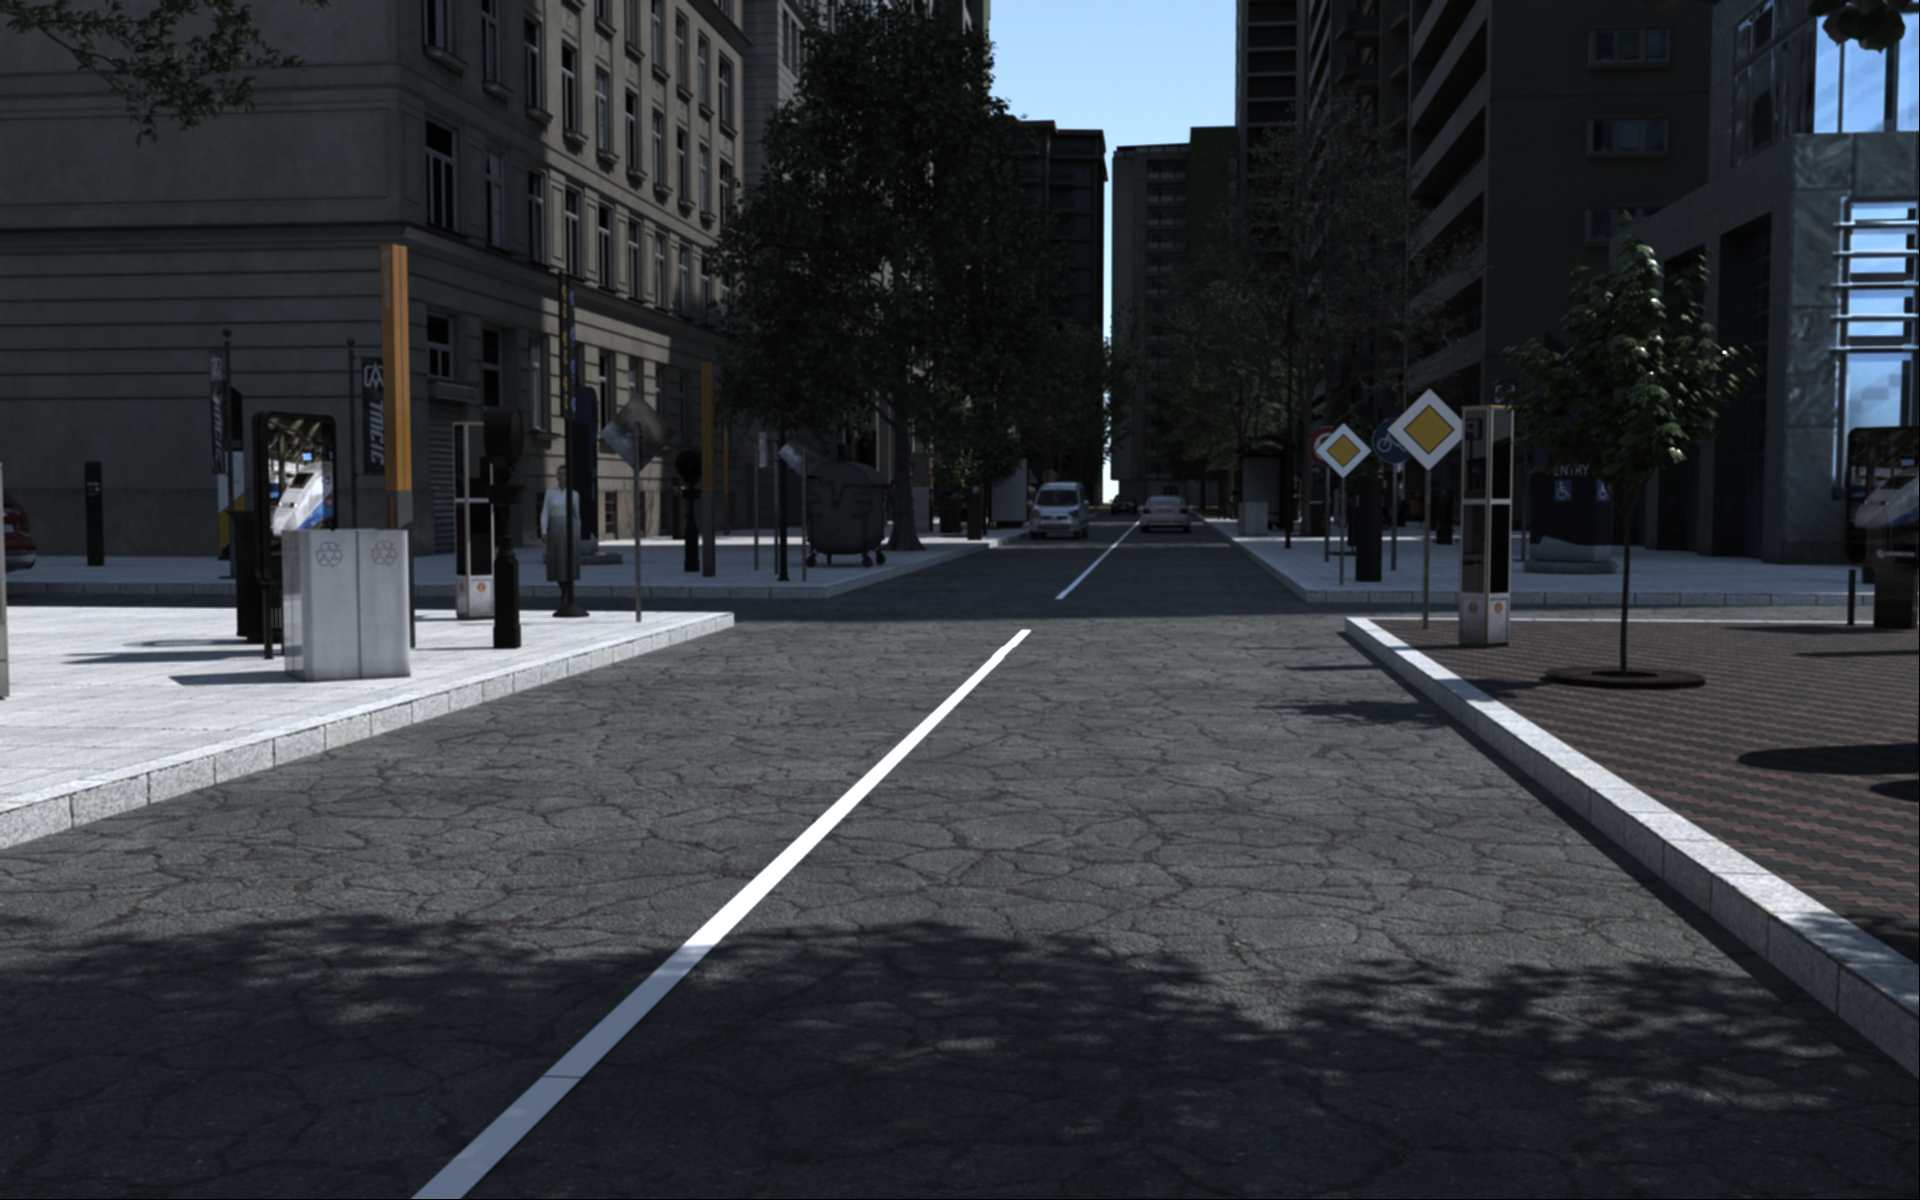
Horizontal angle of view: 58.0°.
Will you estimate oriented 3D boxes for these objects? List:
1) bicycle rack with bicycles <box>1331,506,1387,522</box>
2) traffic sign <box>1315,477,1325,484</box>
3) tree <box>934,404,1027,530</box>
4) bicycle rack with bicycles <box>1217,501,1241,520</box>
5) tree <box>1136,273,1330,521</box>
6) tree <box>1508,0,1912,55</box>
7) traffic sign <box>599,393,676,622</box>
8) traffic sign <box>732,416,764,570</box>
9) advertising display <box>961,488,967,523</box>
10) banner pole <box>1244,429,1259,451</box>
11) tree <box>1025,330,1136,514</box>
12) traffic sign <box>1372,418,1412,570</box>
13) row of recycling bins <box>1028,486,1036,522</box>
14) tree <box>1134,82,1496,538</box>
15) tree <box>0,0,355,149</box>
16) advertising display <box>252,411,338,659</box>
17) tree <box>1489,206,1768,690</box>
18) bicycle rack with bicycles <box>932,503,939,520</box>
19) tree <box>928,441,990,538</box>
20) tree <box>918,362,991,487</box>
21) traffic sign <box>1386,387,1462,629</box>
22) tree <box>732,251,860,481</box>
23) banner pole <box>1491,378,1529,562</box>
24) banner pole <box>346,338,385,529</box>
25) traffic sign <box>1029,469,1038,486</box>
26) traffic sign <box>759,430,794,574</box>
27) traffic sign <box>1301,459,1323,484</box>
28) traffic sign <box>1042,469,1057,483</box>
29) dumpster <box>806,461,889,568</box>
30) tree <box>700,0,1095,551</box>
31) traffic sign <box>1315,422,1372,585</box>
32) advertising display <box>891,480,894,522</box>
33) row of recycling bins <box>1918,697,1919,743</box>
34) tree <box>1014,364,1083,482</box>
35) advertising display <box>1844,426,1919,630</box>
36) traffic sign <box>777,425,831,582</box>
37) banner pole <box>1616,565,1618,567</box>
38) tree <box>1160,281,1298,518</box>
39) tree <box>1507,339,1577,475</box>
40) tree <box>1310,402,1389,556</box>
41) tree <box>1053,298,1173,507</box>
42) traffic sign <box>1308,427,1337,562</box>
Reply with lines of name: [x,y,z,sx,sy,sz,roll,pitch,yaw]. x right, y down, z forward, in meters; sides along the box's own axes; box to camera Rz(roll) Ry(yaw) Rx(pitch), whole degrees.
bicycle rack with bicycles: [18.271,-3.977,78.411,2.925,0.926,2.852,1,4,18]
traffic sign: [12.773,-3.801,62.146,0.884,2.594,0.081,1,4,12]
tree: [0.765,-4.867,63.292,4.285,4.588,4.351,0,3,0]
bicycle rack with bicycles: [14.100,-4.438,85.936,2.852,0.926,2.925,0,4,-1]
tree: [13.686,-9.555,81.980,9.928,11.665,9.643,0,3,0]
tree: [3.825,-5.863,2.512,9.857,13.997,8.962,0,3,0]
traffic sign: [-3.221,-0.836,17.311,0.795,2.450,0.064,0,4,7]
traffic sign: [-3.419,-1.776,29.040,0.884,2.594,0.081,1,4,15]
advertising display: [0.200,-4.430,77.645,0.974,1.923,0.123,0,4,-5]
banner pole: [11.154,-4.687,66.652,0.863,3.779,0.401,3,5,43]
tree: [7.465,-11.319,110.826,9.928,11.665,9.643,0,3,0]
traffic sign: [7.287,-1.769,29.031,0.768,2.556,0.104,1,4,14]
row of recycling bins: [3.069,-4.556,81.607,1.069,1.692,3.534,0,4,5]
tree: [10.453,-8.617,51.261,12.009,13.543,11.850,0,3,0]
tree: [-6.047,-4.461,7.345,7.601,10.594,8.767,-1,4,-23]
advertising display: [-5.290,-0.527,13.835,0.123,1.923,0.974,1,4,12]
tree: [4.429,-1.054,11.838,1.663,3.219,1.824,0,3,0]
bicycle rack with bicycles: [-1.839,-4.410,85.490,2.925,0.926,2.852,-1,4,-17]
tree: [-0.186,-3.478,51.462,1.663,3.219,1.824,0,3,0]
tree: [-0.407,-7.960,80.501,4.737,8.622,4.395,0,3,0]
traffic sign: [4.416,-0.779,16.378,0.795,2.450,0.064,0,4,7]
tree: [-4.393,-6.135,50.674,4.360,8.622,3.978,0,3,0]
banner pole: [10.525,-2.628,32.990,0.863,3.779,0.401,2,4,25]
banner pole: [-9.530,-2.315,27.871,0.863,3.779,0.401,0,4,-4]
traffic sign: [3.541,-5.397,88.248,0.884,2.594,0.081,1,4,10]
traffic sign: [-2.931,-1.559,27.625,0.606,2.300,0.079,1,4,16]
traffic sign: [11.977,-3.594,58.873,0.768,2.556,0.104,1,4,13]
traffic sign: [4.609,-5.451,89.225,0.768,2.556,0.104,0,4,8]
dumpster: [-2.033,-1.531,30.797,1.264,1.857,1.865,0,4,7]
tree: [-1.407,-7.478,39.273,9.611,12.733,9.660,0,3,0]
traffic sign: [5.367,-1.264,24.307,0.795,2.450,0.064,0,4,7]
advertising display: [-2.913,-4.499,78.766,0.123,1.923,0.974,1,4,18]
row of recycling bins: [5.399,-0.005,7.200,1.069,1.692,3.534,0,4,-6]
tree: [5.137,-8.909,96.026,4.360,8.622,3.978,0,3,0]
advertising display: [8.942,-0.690,16.502,0.123,1.923,0.974,-2,4,-35]
traffic sign: [-2.270,-1.321,25.240,0.795,2.450,0.064,0,4,7]
banner pole: [11.610,-2.469,30.378,0.863,3.779,0.401,3,5,40]
tree: [14.404,-10.636,92.026,7.486,12.596,7.792,0,3,0]
tree: [12.802,-3.234,36.582,4.285,4.588,4.351,0,3,0]
tree: [8.186,-2.569,36.597,1.663,3.219,1.824,0,3,0]
tree: [14.722,-18.952,165.751,12.611,20.169,13.585,0,3,0]
traffic sign: [6.963,-2.000,32.801,0.768,2.556,0.104,0,4,8]
